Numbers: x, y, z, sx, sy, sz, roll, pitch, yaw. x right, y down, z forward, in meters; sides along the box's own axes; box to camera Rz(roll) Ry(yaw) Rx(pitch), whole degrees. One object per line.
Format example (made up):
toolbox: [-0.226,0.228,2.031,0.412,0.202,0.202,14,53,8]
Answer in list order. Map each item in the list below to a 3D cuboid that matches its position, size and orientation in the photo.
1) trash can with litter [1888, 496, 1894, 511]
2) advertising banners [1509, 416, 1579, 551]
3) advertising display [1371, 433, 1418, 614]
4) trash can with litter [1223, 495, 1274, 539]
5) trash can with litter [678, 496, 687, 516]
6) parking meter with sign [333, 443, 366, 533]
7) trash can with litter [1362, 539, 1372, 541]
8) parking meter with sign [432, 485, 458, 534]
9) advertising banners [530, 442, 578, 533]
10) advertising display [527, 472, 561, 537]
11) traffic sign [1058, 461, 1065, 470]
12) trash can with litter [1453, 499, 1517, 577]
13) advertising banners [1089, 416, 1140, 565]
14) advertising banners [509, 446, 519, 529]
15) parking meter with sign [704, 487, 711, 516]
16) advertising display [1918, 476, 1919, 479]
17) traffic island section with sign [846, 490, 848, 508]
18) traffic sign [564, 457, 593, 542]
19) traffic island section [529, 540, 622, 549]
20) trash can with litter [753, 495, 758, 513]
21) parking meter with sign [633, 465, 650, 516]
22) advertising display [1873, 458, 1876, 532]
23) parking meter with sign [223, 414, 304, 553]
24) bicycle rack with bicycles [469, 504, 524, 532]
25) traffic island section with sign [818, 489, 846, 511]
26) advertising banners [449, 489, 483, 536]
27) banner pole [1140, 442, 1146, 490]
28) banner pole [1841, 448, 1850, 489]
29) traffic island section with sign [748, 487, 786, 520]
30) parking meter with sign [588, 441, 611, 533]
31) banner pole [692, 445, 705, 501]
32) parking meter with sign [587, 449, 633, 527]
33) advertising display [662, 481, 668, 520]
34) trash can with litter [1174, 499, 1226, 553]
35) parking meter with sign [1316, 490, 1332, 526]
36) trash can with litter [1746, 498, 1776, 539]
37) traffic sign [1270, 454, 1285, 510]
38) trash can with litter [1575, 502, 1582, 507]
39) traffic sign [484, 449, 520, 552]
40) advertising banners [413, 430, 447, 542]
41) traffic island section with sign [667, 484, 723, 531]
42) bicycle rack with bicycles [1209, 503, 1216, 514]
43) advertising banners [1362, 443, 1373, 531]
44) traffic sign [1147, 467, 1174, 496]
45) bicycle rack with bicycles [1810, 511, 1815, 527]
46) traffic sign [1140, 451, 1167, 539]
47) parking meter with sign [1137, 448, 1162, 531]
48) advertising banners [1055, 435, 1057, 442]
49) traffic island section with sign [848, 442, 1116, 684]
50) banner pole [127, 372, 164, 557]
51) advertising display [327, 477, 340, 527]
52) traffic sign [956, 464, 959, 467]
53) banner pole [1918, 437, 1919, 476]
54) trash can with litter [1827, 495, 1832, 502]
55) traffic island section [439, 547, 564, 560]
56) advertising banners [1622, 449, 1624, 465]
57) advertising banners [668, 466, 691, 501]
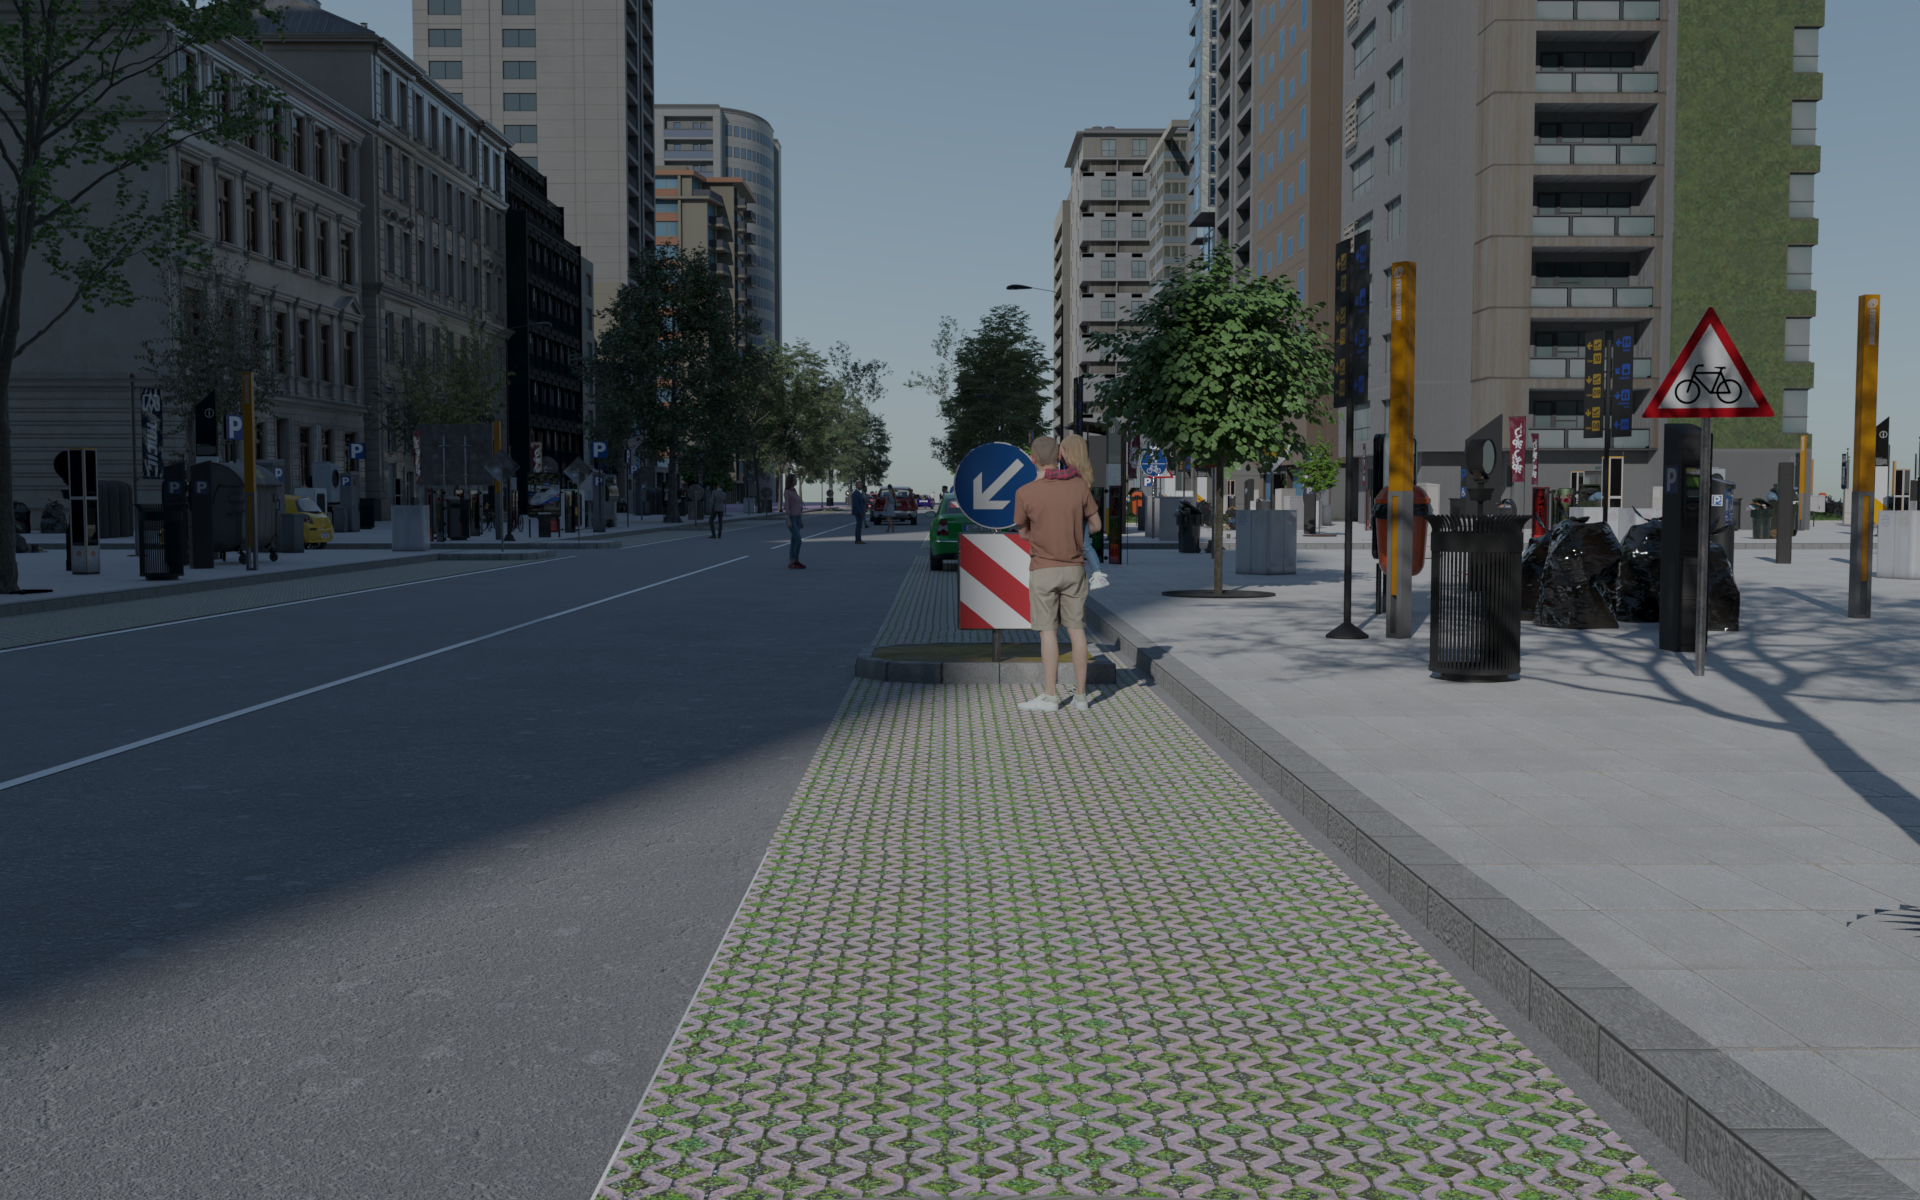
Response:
trash can with litter: [58.179,-5.904,107.914,0.624,1.170,1.055,-1,4,-15]
advertising banners: [12.873,-2.576,38.308,0.090,3.025,2.074,-2,4,-27]
advertising display: [4.713,-0.830,18.783,0.123,1.923,0.974,3,4,36]
trash can with litter: [8.381,-2.366,49.736,2.233,1.210,1.678,1,4,19]
trash can with litter: [-16.203,-5.423,100.057,0.624,1.170,1.055,-2,4,-31]
parking meter with sign: [-20.562,-3.792,58.253,0.543,3.016,1.738,0,4,2]
trash can with litter: [12.319,-2.231,47.534,1.678,1.210,2.233,-3,5,-42]
parking meter with sign: [-16.726,-3.653,55.984,0.543,3.016,1.738,1,4,18]
advertising banners: [-13.580,-3.773,57.874,2.074,3.025,0.090,2,4,31]
advertising display: [-12.298,-2.815,51.247,0.974,1.923,0.123,-1,4,-14]
traffic sign: [3.830,-3.997,65.458,0.768,2.556,0.104,0,4,1]
trash can with litter: [8.463,-0.973,26.959,1.678,1.210,2.233,0,4,-5]
advertising banners: [2.834,-2.168,31.643,0.090,3.025,2.074,-1,4,-21]
advertising banners: [-16.421,-4.126,63.650,0.090,3.025,2.074,0,4,-5]
parking meter with sign: [-15.117,-6.585,103.932,0.543,3.016,1.738,-1,4,-22]
advertising display: [33.754,-3.368,60.276,0.974,1.923,0.123,-1,4,-13]
traffic island section with sign: [-11.137,-10.087,173.553,1.989,1.847,2.006,0,4,0]
traffic sign: [-10.234,-2.620,46.479,0.795,2.450,0.064,0,4,0]
traffic island section: [-10.258,-1.484,46.540,2.009,0.180,2.903,0,4,0]
trash can with litter: [-14.184,-6.587,118.761,1.678,1.210,2.233,0,4,-4]
parking meter with sign: [-19.094,-6.556,103.445,0.543,3.016,1.738,-3,4,-38]
advertising display: [16.254,-1.576,30.977,0.123,1.923,0.974,2,4,31]
parking meter with sign: [-15.199,-2.548,37.928,1.738,3.016,0.543,1,4,18]
bicycle rack with bicycles: [-16.210,-2.784,58.906,2.852,0.926,2.925,-1,4,-23]
traffic island section with sign: [-10.946,-8.439,146.599,1.989,1.847,2.006,0,4,0]
advertising banners: [-15.383,-3.489,53.238,2.074,3.025,0.090,3,4,37]
banner pole: [8.807,-5.715,83.458,0.401,3.779,0.863,-1,4,-22]
banner pole: [48.018,-6.360,94.000,0.401,3.779,0.863,0,4,1]
traffic island section with sign: [-10.595,-5.294,95.182,1.989,1.847,2.006,0,4,0]
parking meter with sign: [-12.120,-3.788,58.196,0.543,3.016,1.738,-1,4,-13]
banner pole: [-13.374,-6.017,88.388,0.863,3.779,0.401,1,4,13]
parking meter with sign: [-13.742,-4.347,67.333,1.738,3.016,0.543,0,4,3]
advertising display: [-14.379,-4.896,85.255,0.123,1.923,0.974,1,4,18]
trash can with litter: [5.218,-1.611,37.728,1.055,1.170,0.624,0,4,-7]
parking meter with sign: [14.637,-4.522,70.189,0.543,3.016,1.738,-1,4,-9]
trash can with litter: [23.035,-2.329,49.467,1.055,1.170,0.624,-1,4,-22]
traffic sign: [5.259,-1.717,29.251,0.795,2.450,0.064,0,4,4]
trash can with litter: [17.373,-2.267,48.455,1.055,1.170,0.624,0,4,3]
traffic sign: [-10.180,-2.132,38.494,0.795,2.450,0.064,0,4,0]
advertising banners: [-14.309,-3.088,46.678,0.090,3.025,2.074,-3,4,-38]
traffic island section with sign: [-10.411,-3.645,68.227,1.989,1.847,2.006,0,4,0]
bicycle rack with bicycles: [13.491,-5.151,97.600,2.925,0.926,2.852,-1,4,-9]
advertising banners: [14.323,-3.950,60.762,0.090,3.025,2.074,2,4,26]
traffic sign: [6.740,-3.563,58.257,0.884,2.594,0.081,0,4,8]
bicycle rack with bicycles: [32.759,-3.402,69.010,2.852,0.926,2.925,1,4,16]
traffic sign: [5.568,-3.042,49.836,0.768,2.556,0.104,0,4,6]
parking meter with sign: [6.687,-3.980,61.340,0.543,3.016,1.738,1,4,19]
advertising banners: [2.724,-3.334,50.691,0.090,3.025,2.074,1,4,10]
traffic island section with sign: [0.172,-0.323,13.915,1.989,1.847,2.006,0,4,0]
banner pole: [-16.833,-2.800,35.798,0.401,3.779,0.863,3,4,38]
advertising display: [-23.762,-3.718,66.001,0.974,1.923,0.123,1,4,16]
traffic sign: [0.314,-2.135,38.544,0.795,2.450,0.064,0,4,0]
banner pole: [41.630,-5.193,74.922,0.401,3.779,0.863,0,4,-3]
trash can with litter: [55.252,-6.027,109.603,1.678,1.210,2.233,3,5,43]
traffic island section: [-10.204,-0.995,38.556,2.009,0.180,2.903,0,4,0]
advertising banners: [23.074,-3.926,60.377,0.090,3.025,2.074,1,4,22]
advertising banners: [-16.258,-6.449,101.623,2.074,3.025,0.090,-3,5,-42]
